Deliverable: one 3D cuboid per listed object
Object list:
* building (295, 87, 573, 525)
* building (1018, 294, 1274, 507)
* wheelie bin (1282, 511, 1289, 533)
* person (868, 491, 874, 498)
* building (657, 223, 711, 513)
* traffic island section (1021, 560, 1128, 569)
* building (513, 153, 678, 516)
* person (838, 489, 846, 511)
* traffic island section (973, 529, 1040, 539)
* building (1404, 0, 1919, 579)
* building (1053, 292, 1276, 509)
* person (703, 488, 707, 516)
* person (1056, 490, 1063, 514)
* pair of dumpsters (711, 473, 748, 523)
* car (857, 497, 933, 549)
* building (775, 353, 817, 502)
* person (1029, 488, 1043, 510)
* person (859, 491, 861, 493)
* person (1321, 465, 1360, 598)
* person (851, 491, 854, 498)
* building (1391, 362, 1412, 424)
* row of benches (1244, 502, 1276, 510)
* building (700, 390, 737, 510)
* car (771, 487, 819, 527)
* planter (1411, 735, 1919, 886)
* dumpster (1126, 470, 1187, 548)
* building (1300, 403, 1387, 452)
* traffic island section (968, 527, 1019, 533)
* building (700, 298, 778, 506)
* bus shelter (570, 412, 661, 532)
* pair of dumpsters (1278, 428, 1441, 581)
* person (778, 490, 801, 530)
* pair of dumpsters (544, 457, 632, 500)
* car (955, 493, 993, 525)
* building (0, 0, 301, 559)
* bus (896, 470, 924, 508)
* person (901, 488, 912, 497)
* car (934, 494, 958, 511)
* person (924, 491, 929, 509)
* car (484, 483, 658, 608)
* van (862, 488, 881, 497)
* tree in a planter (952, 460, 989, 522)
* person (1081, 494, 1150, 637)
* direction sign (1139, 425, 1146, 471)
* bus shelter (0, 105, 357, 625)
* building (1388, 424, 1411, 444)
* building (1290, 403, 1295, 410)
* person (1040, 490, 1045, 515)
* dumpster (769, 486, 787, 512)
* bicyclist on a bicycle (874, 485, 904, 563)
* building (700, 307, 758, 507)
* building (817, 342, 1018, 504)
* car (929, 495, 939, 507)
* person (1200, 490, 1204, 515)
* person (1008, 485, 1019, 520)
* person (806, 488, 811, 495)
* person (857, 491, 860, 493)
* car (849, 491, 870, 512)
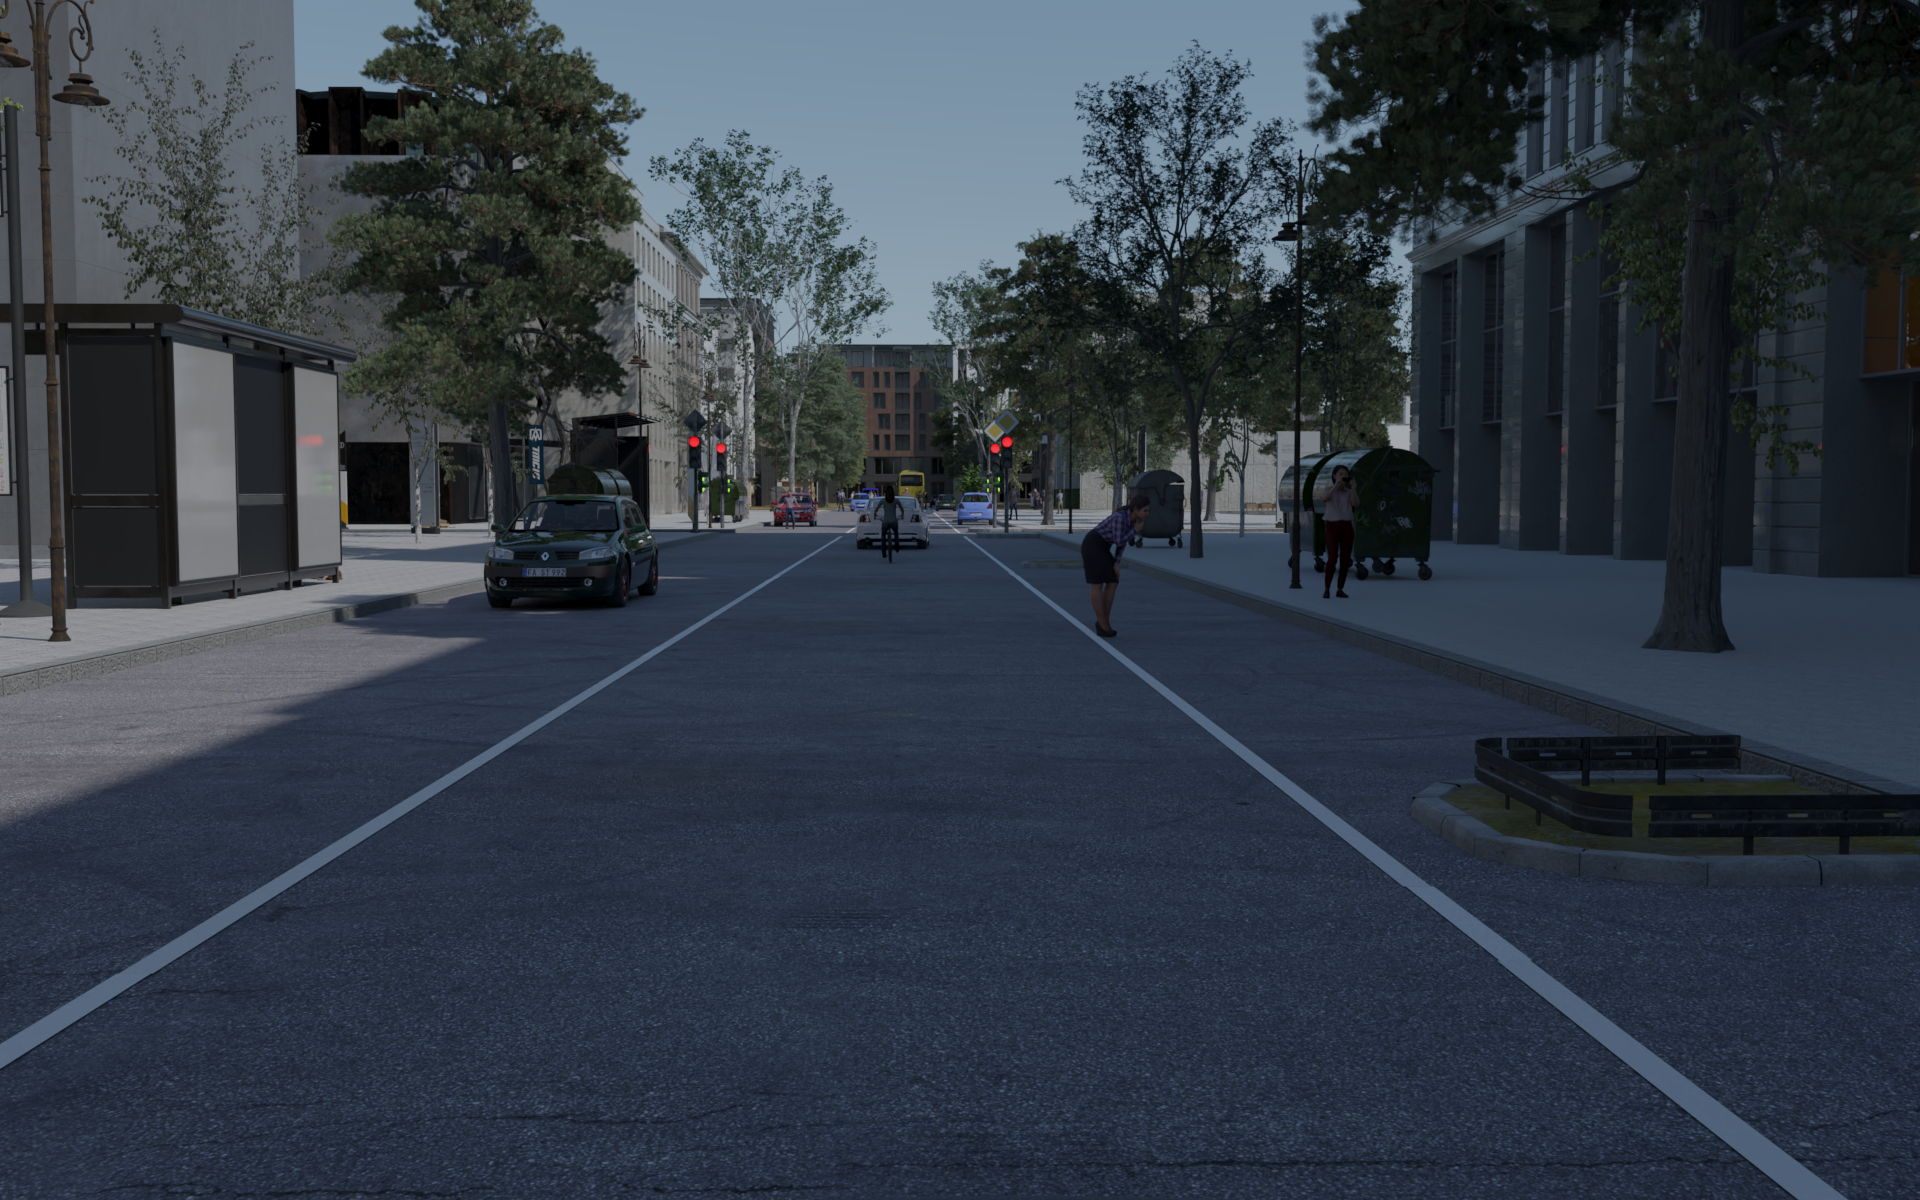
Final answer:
[{"bbox_3d":[-26.726,-13.014,80.231,16.820,18.784,16.811,0,4,-2],"label":"building"},{"bbox_3d":[21.693,-21.298,192.203,27.936,21.610,32.646,0,4,-2],"label":"building"},{"bbox_3d":[10.939,-2.990,56.802,0.693,1.594,0.980,-1,4,-14],"label":"wheelie bin"},{"bbox_3d":[-8.156,-9.118,158.252,0.551,1.740,0.621,-1,4,-19],"label":"person"},{"bbox_3d":[-24.528,-17.477,121.907,11.583,22.565,21.152,0,4,-2],"label":"building"},{"bbox_3d":[2.221,-0.697,34.260,1.991,0.108,1.994,0,4,-2],"label":"traffic island section"},{"bbox_3d":[-23.149,-15.164,102.685,10.420,20.320,16.860,0,4,-2],"label":"building"},{"bbox_3d":[-9.755,-8.214,142.667,0.709,1.838,0.599,-1,4,-18],"label":"person"},{"bbox_3d":[1.558,-2.131,57.117,2.009,0.180,2.903,0,4,-2],"label":"traffic island section"},{"bbox_3d":[18.336,-15.628,33.014,11.434,29.767,29.804,0,4,-2],"label":"building"},{"bbox_3d":[17.968,-17.963,160.160,16.747,18.905,31.486,0,4,-2],"label":"building"},{"bbox_3d":[-14.479,-5.675,99.496,0.551,1.740,0.621,-1,4,-9],"label":"person"},{"bbox_3d":[6.468,-6.385,112.506,0.516,1.574,0.319,-2,4,-31],"label":"person"},{"bbox_3d":[-10.508,-4.616,77.969,1.574,2.255,4.436,0,4,-2],"label":"pair of dumpsters"},{"bbox_3d":[-1.766,-2.088,46.494,2.083,1.381,4.827,0,4,0],"label":"car"},{"bbox_3d":[-25.580,-23.392,238.879,11.380,20.091,16.016,0,4,-2],"label":"building"},{"bbox_3d":[5.823,-7.929,136.219,0.750,1.759,0.617,-2,4,-35],"label":"person"},{"bbox_3d":[-10.955,-10.966,188.482,0.721,1.739,1.217,0,4,4],"label":"person"},{"bbox_3d":[4.699,-0.847,21.357,0.517,1.644,0.566,3,4,36],"label":"person"},{"bbox_3d":[-10.781,-10.105,174.656,0.436,1.711,0.756,1,4,15],"label":"person"},{"bbox_3d":[63.274,-23.565,241.706,11.380,20.091,16.016,0,4,-2],"label":"building"},{"bbox_3d":[23.546,-7.251,134.015,4.104,0.672,1.422,-2,4,-26],"label":"row of benches"},{"bbox_3d":[-24.355,-12.955,153.963,9.099,9.664,28.070,0,4,-2],"label":"building"},{"bbox_3d":[-7.341,-4.181,77.401,2.155,1.783,4.494,0,4,-2],"label":"car"},{"bbox_3d":[3.004,0.845,7.321,1.991,0.319,1.994,0,4,-2],"label":"planter"},{"bbox_3d":[4.734,-2.197,41.680,1.264,1.857,1.865,0,4,-1],"label":"dumpster"},{"bbox_3d":[51.810,-23.553,241.515,11.380,20.091,16.016,0,4,-2],"label":"building"},{"bbox_3d":[1.326,-2.619,65.099,2.009,0.180,2.903,0,4,-2],"label":"traffic island section"},{"bbox_3d":[-37.605,-21.411,194.046,32.646,21.610,27.936,0,4,-2],"label":"building"},{"bbox_3d":[-10.393,-3.752,52.622,1.731,3.624,6.357,0,4,-2],"label":"bus shelter"},{"bbox_3d":[6.310,-1.538,27.640,1.574,2.255,4.436,0,4,-2],"label":"pair of dumpsters"},{"bbox_3d":[-6.849,-3.616,69.577,0.963,1.587,0.435,0,4,-5],"label":"person"},{"bbox_3d":[-9.428,-2.536,43.963,1.574,2.255,4.436,0,4,-1],"label":"pair of dumpsters"},{"bbox_3d":[0.729,-4.370,81.035,1.945,1.707,3.694,0,4,0],"label":"car"},{"bbox_3d":[-32.339,-13.510,39.948,30.058,24.678,14.314,0,4,-2],"label":"building"},{"bbox_3d":[-5.099,-11.414,178.170,2.896,3.916,12.252,0,4,-3],"label":"bus"},{"bbox_3d":[-2.773,-4.849,88.333,0.990,1.755,0.434,-1,4,-15],"label":"person"},{"bbox_3d":[-1.173,-8.215,144.103,2.009,1.686,4.222,0,4,-2],"label":"car"},{"bbox_3d":[-3.214,-9.691,167.462,0.721,1.766,1.217,1,4,14],"label":"person"},{"bbox_3d":[-5.115,-0.814,23.100,2.009,1.686,4.222,0,4,-2],"label":"car"},{"bbox_3d":[-9.546,-11.017,184.512,2.240,2.365,5.245,0,4,-3],"label":"van"},{"bbox_3d":[0.600,-5.662,89.796,1.991,3.239,1.994,0,4,-2],"label":"tree in a planter"},{"bbox_3d":[1.561,-0.343,17.348,0.697,1.427,0.421,1,4,22],"label":"person"},{"bbox_3d":[6.035,-3.999,57.377,0.379,3.537,0.876,0,4,-5],"label":"direction sign"},{"bbox_3d":[-9.640,-2.625,20.549,2.179,5.291,8.768,0,4,-2],"label":"bus shelter"},{"bbox_3d":[58.890,-16.130,205.870,28.070,9.664,9.099,0,4,-2],"label":"building"},{"bbox_3d":[29.220,-22.871,240.402,31.486,18.905,16.747,0,4,-2],"label":"building"},{"bbox_3d":[5.165,-6.027,106.786,0.569,1.553,0.471,-1,4,-15],"label":"person"},{"bbox_3d":[-13.232,-7.354,125.996,1.264,1.857,1.865,0,4,-2],"label":"dumpster"},{"bbox_3d":[-1.475,-1.609,36.332,1.499,1.676,1.625,0,4,-4],"label":"bicyclist on a bicycle"},{"bbox_3d":[-28.527,-19.376,173.219,16.016,20.091,11.380,0,4,-2],"label":"building"},{"bbox_3d":[-3.500,-24.643,246.879,32.646,21.610,27.936,0,4,-2],"label":"building"},{"bbox_3d":[-2.427,-10.703,187.580,1.945,1.354,3.894,0,4,-2],"label":"car"},{"bbox_3d":[14.821,-6.207,107.973,0.683,1.767,0.568,-3,4,-39],"label":"person"},{"bbox_3d":[2.610,-4.830,85.835,0.655,1.722,0.431,-1,4,-19],"label":"person"},{"bbox_3d":[-11.278,-7.464,128.993,0.530,1.710,0.541,3,5,41],"label":"person"},{"bbox_3d":[-9.880,-9.849,170.326,0.445,1.727,0.742,-1,4,-22],"label":"person"},{"bbox_3d":[-8.162,-8.153,142.886,1.945,1.707,3.694,0,4,-2],"label":"car"}]
